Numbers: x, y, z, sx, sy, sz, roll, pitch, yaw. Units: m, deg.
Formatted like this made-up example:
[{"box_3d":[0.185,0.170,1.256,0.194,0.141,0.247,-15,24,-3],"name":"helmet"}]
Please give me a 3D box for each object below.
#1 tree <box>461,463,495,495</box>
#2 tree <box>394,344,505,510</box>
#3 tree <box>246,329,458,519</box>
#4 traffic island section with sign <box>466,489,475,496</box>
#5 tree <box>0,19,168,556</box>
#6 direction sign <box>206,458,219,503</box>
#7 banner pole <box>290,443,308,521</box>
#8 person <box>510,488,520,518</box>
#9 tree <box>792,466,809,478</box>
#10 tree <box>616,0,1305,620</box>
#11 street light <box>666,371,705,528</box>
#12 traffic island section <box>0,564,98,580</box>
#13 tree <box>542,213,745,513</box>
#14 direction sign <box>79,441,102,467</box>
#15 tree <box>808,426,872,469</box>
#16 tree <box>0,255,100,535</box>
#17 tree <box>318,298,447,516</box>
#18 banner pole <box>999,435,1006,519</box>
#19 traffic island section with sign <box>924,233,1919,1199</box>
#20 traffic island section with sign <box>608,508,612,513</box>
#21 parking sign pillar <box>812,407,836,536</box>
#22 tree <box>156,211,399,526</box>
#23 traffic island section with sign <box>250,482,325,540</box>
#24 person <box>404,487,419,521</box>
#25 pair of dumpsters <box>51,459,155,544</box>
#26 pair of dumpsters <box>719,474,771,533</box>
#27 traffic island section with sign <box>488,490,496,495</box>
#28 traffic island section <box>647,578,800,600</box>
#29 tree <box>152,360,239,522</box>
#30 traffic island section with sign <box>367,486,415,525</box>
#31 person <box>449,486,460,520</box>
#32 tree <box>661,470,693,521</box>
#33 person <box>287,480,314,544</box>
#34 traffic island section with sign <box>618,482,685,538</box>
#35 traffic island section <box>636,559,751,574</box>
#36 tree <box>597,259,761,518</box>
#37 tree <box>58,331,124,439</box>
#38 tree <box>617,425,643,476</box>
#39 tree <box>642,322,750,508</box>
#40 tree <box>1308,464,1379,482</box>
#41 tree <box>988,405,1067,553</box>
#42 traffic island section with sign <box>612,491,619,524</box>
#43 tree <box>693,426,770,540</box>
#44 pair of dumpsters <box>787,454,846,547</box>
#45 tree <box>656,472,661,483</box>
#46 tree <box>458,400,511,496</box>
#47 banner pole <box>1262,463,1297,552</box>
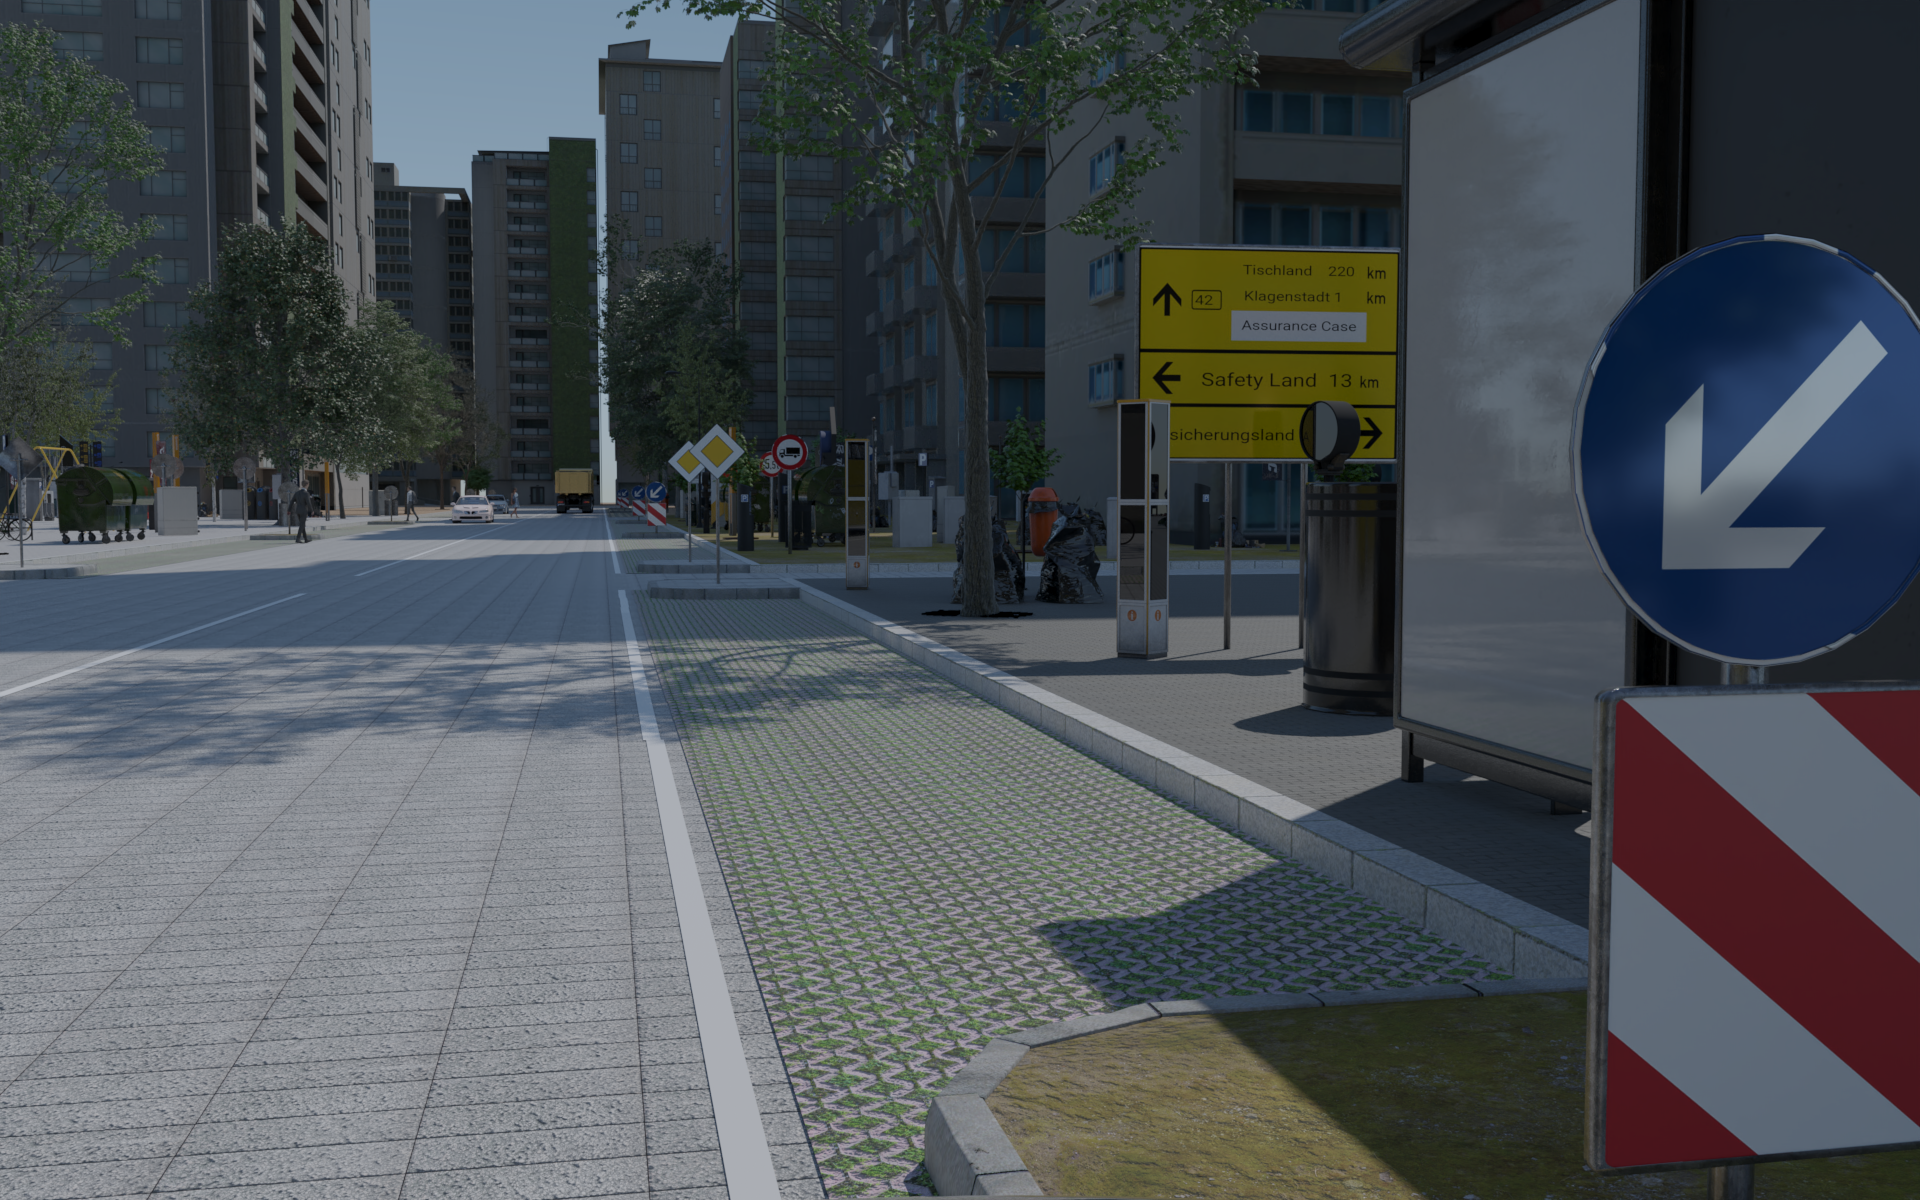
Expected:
[{"box_3d":[-49.127,-11.799,176.623,4.285,4.588,4.351,0,3,0],"name":"tree"},{"box_3d":[-42.436,-14.152,141.750,12.009,13.543,11.850,0,3,0],"name":"tree"},{"box_3d":[-32.302,-9.506,89.835,7.601,10.594,8.767,3,4,38],"name":"tree"},{"box_3d":[-36.932,-7.474,130.825,1.989,1.847,2.006,-1,4,-12],"name":"traffic island section with sign"},{"box_3d":[-20.618,-6.750,36.113,9.928,11.665,9.643,0,3,0],"name":"tree"},{"box_3d":[-42.910,-6.571,99.440,0.876,3.537,0.379,1,4,18],"name":"direction sign"},{"box_3d":[-31.969,-5.729,83.680,0.863,3.779,0.401,-3,4,-38],"name":"banner pole"},{"box_3d":[-26.697,-5.816,103.693,0.778,1.811,0.616,2,4,31],"name":"person"},{"box_3d":[-9.419,-6.650,103.323,1.663,3.219,1.824,0,3,0],"name":"tree"},{"box_3d":[0.028,-5.635,17.882,9.928,11.665,9.643,0,3,0],"name":"tree"},{"box_3d":[-10.401,-5.686,65.514,1.470,5.913,1.316,-1,4,-12],"name":"street light"},{"box_3d":[-16.410,-0.488,30.263,2.009,0.180,2.903,-1,4,-12],"name":"traffic island section"},{"box_3d":[-21.380,-16.047,118.261,12.611,20.169,13.585,0,3,0],"name":"tree"},{"box_3d":[-37.365,-5.047,74.518,0.876,3.537,0.379,-3,5,-41],"name":"direction sign"},{"box_3d":[-5.730,-6.089,83.271,4.285,4.588,4.351,0,3,0],"name":"tree"},{"box_3d":[-29.259,-6.344,54.086,4.360,8.622,3.978,0,3,0],"name":"tree"},{"box_3d":[-33.825,-11.160,100.592,7.486,12.596,7.792,0,3,0],"name":"tree"},{"box_3d":[1.943,-5.136,73.986,0.863,3.779,0.401,-1,4,-8],"name":"banner pole"},{"box_3d":[0.984,0.319,3.406,1.989,1.847,2.006,-1,4,-12],"name":"traffic island section with sign"},{"box_3d":[-25.721,-7.561,132.247,1.989,1.847,2.006,-1,4,-12],"name":"traffic island section with sign"},{"box_3d":[-4.013,-3.946,52.989,1.447,3.967,1.447,0,4,-7],"name":"parking sign pillar"},{"box_3d":[-27.735,-9.403,70.749,9.611,12.733,9.660,0,3,0],"name":"tree"},{"box_3d":[-21.099,-2.801,54.420,1.989,1.847,2.006,-1,4,-12],"name":"traffic island section with sign"},{"box_3d":[-28.910,-5.058,91.297,0.850,1.850,0.679,1,4,16],"name":"person"},{"box_3d":[-22.848,-2.675,46.231,1.574,2.255,4.437,-1,4,-12],"name":"pair of dumpsters"},{"box_3d":[-7.329,-3.481,59.415,1.574,2.255,4.437,-1,4,-12],"name":"pair of dumpsters"},{"box_3d":[-42.481,-9.104,157.485,1.989,1.847,2.006,-1,4,-12],"name":"traffic island section with sign"},{"box_3d":[-3.437,-0.153,24.784,2.009,0.180,2.903,-1,4,-12],"name":"traffic island section"},{"box_3d":[-34.562,-7.896,79.460,4.360,8.622,3.978,0,3,0],"name":"tree"},{"box_3d":[-26.670,-4.444,81.281,1.989,1.847,2.006,-1,4,-12],"name":"traffic island section with sign"},{"box_3d":[-26.997,-5.155,92.566,0.755,1.850,0.659,-2,4,-32],"name":"person"},{"box_3d":[-12.657,-5.310,81.414,1.663,3.219,1.824,0,3,0],"name":"tree"},{"box_3d":[-19.032,-2.567,50.250,0.659,1.850,0.755,2,4,27],"name":"person"},{"box_3d":[-10.093,-2.948,56.833,1.989,1.847,2.006,-1,4,-12],"name":"traffic island section with sign"},{"box_3d":[-5.059,-0.631,32.603,2.009,0.180,2.903,-1,4,-12],"name":"traffic island section"},{"box_3d":[-15.142,-11.442,93.731,9.857,13.997,8.962,0,3,0],"name":"tree"},{"box_3d":[-40.783,-7.890,79.358,4.737,8.622,4.395,0,3,0],"name":"tree"},{"box_3d":[-27.962,-12.428,153.556,4.737,8.622,4.395,0,3,0],"name":"tree"},{"box_3d":[-11.026,-7.509,73.133,4.737,8.622,4.395,0,3,0],"name":"tree"},{"box_3d":[8.805,-2.721,39.087,1.663,3.219,1.824,0,3,0],"name":"tree"},{"box_3d":[1.232,-2.650,37.930,1.663,3.219,1.824,0,3,0],"name":"tree"},{"box_3d":[-15.560,-4.563,83.230,1.989,1.847,2.006,-1,4,-12],"name":"traffic island section with sign"},{"box_3d":[-6.372,-3.336,49.151,1.663,3.219,1.824,0,3,0],"name":"tree"},{"box_3d":[-3.367,-2.526,43.801,1.574,2.255,4.437,-1,4,-12],"name":"pair of dumpsters"},{"box_3d":[-23.460,-8.648,135.989,1.663,3.219,1.824,0,3,0],"name":"tree"},{"box_3d":[-46.421,-13.928,162.127,8.767,10.594,7.601,-1,4,-18],"name":"tree"},{"box_3d":[7.146,-2.982,38.768,0.863,3.779,0.401,2,4,30],"name":"banner pole"}]
